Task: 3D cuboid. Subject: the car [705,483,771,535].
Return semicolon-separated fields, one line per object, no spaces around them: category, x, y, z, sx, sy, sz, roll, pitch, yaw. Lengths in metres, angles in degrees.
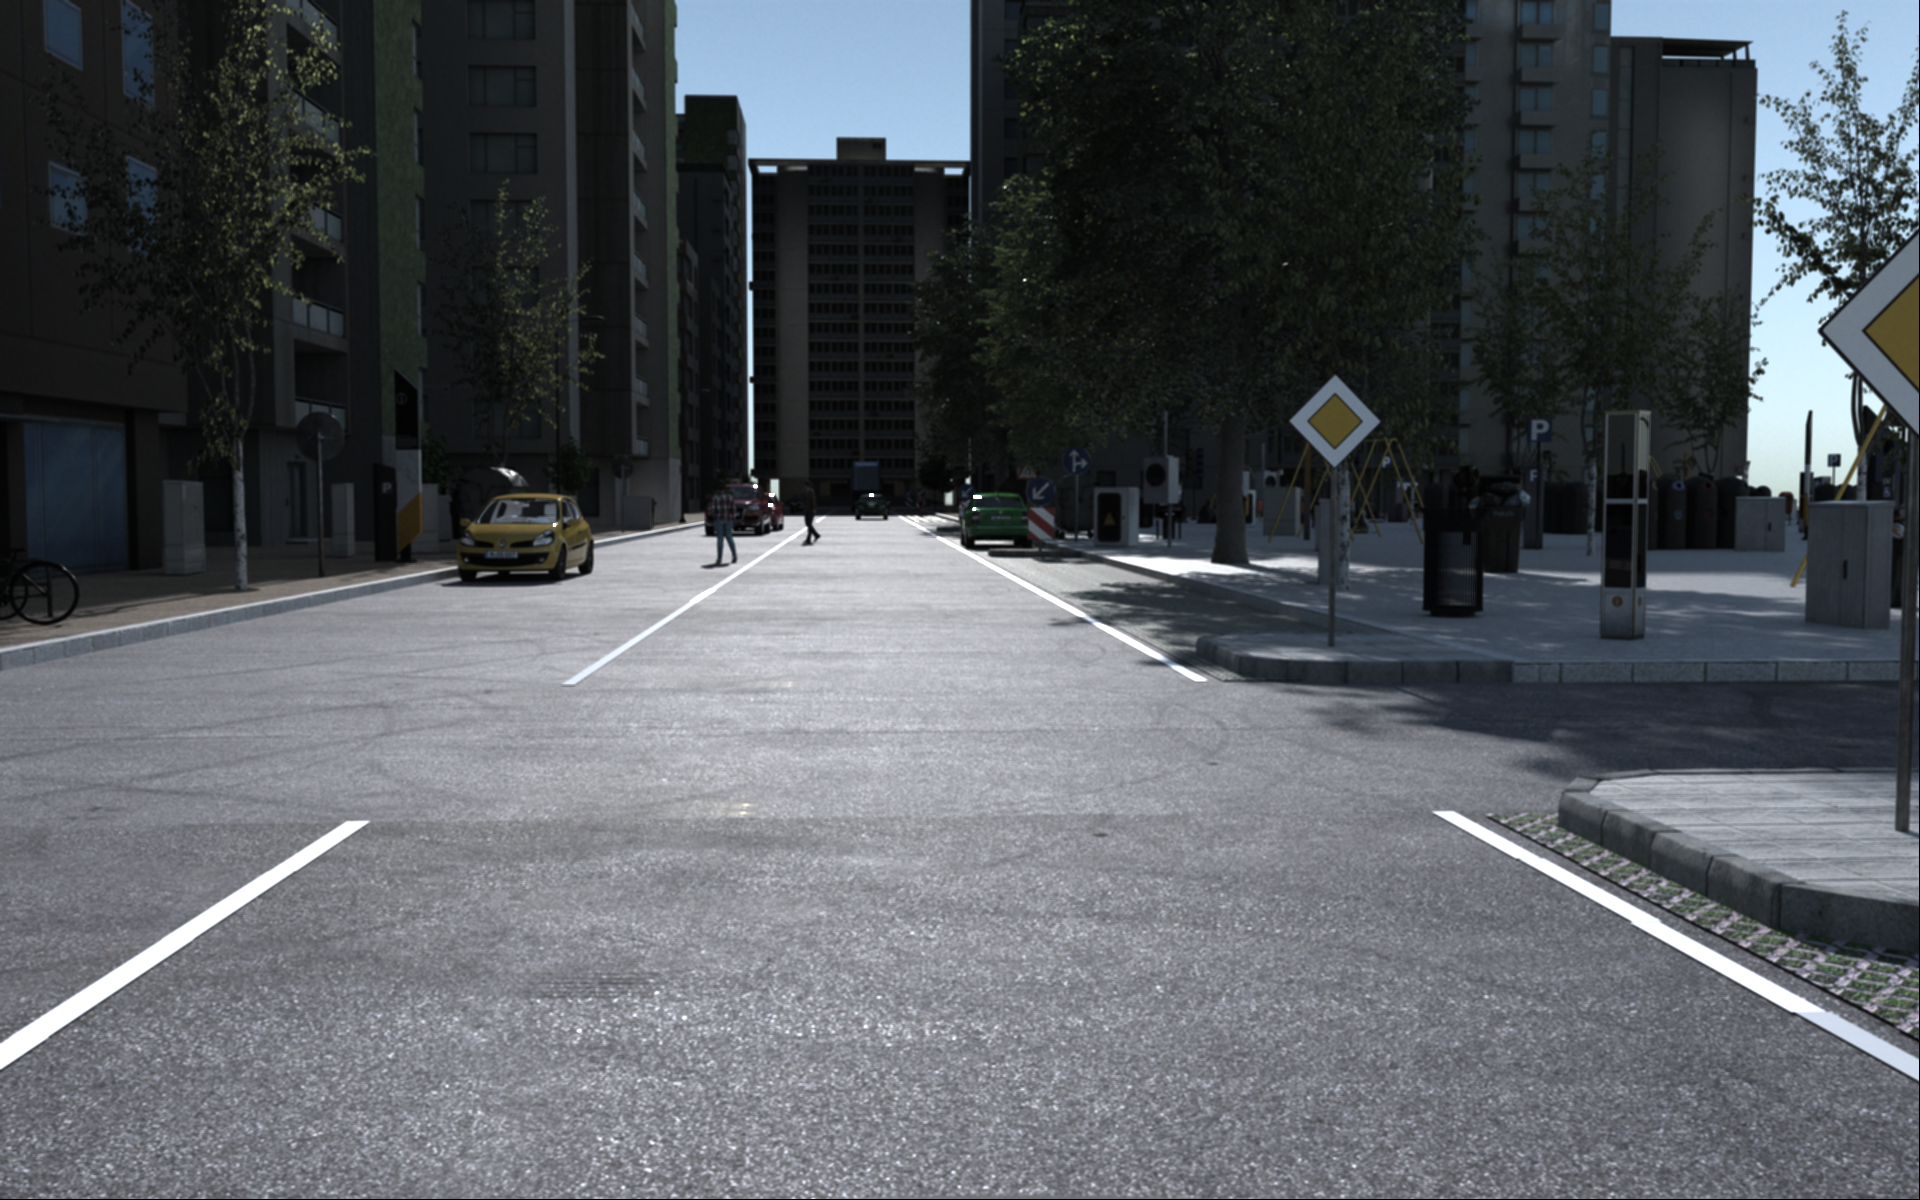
car;-7.941;-3.277;62.257;2.281;1.827;5.304;0;4;-2

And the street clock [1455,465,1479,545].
street clock;12.829;-2.395;43.728;0.471;2.002;0.358;0;4;8

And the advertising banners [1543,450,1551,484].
advertising banners;23.811;-4.447;68.904;0.090;3.025;2.074;-1;4;-18

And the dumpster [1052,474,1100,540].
dumpster;3.332;-2.670;49.405;1.264;1.857;1.865;0;4;-3

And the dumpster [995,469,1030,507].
dumpster;2.156;-3.967;67.348;1.502;2.255;1.985;0;4;-3

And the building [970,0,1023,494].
building;11.368;-37.082;148.281;21.231;58.520;28.212;0;4;-3

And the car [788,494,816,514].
car;-11.551;-7.154;126.752;2.009;1.686;4.222;0;4;-5

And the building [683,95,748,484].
building;-29.553;-30.419;180.947;14.086;41.232;14.154;0;4;-3

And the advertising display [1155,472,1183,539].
advertising display;5.965;-2.704;49.432;0.974;1.923;0.123;-2;4;-35

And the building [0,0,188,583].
building;-20.002;-22.724;21.656;14.600;45.320;14.200;0;4;-3

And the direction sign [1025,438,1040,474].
direction sign;2.885;-4.707;68.953;0.379;3.537;0.876;-3;5;-40

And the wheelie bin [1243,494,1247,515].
wheelie bin;8.756;-2.883;55.038;0.693;1.594;0.980;1;4;11

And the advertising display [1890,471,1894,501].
advertising display;26.534;-2.639;48.369;0.974;1.923;0.123;1;4;18

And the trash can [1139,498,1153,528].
trash can;7.049;-3.320;65.930;0.748;1.137;0.748;0;3;0

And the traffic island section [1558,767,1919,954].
traffic island section;3.610;0.958;6.617;2.009;0.180;2.903;0;4;-3

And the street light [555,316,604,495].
street light;-9.992;-4.455;45.386;1.470;5.913;1.316;0;4;-3

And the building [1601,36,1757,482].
building;62.563;-29.084;159.116;14.086;41.232;14.154;0;4;-3

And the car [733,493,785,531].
car;-8.015;-3.659;68.861;2.155;1.783;4.494;0;4;-2

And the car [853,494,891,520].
car;-5.016;-5.313;98.658;2.131;1.459;4.920;0;4;-2

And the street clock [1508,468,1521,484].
street clock;15.216;-2.631;47.592;0.358;2.002;0.471;0;4;-1

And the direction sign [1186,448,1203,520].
direction sign;11.639;-5.751;86.027;0.876;3.537;0.379;1;4;19

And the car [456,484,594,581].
car;-7.463;-1.203;29.890;2.015;1.641;3.980;0;4;-2

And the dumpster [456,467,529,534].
dumpster;-10.224;-1.964;37.872;1.264;1.857;1.865;0;4;-3

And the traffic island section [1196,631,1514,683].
traffic island section;3.145;0.470;14.589;2.009;0.180;2.903;0;4;-3

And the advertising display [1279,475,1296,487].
advertising display;10.946;-3.221;57.870;0.123;1.923;0.974;-1;4;-17

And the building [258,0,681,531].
building;-19.602;-23.780;72.396;14.154;41.232;14.086;0;4;-3

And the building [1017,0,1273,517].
building;10.226;-20.305;103.685;14.160;30.474;14.107;0;4;-3

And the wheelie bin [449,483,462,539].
wheelie bin;-14.046;-2.520;49.116;0.980;1.594;0.693;2;4;34

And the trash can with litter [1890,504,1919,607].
trash can with litter;10.455;-0.520;19.897;0.624;1.170;1.055;-2;4;-29

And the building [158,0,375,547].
building;-22.576;-22.029;43.770;14.154;41.232;14.086;0;4;-3

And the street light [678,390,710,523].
street light;-11.839;-6.399;77.158;1.470;5.913;1.316;0;4;-3

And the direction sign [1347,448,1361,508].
direction sign;13.775;-4.221;61.016;0.379;3.537;0.876;-2;4;-32

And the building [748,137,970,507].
building;-10.900;-30.553;191.422;23.993;40.220;32.217;0;4;-3

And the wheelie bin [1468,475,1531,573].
wheelie bin;8.851;-1.251;28.356;0.980;1.594;0.693;0;4;4

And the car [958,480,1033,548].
car;0.952;-2.335;46.975;1.959;1.807;4.718;0;4;-3

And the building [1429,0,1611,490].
building;40.391;-32.618;152.916;30.456;49.044;23.786;0;4;-3

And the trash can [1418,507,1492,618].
trash can;5.181;-0.399;18.180;0.748;1.137;0.748;0;3;0

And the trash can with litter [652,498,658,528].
trash can with litter;-11.634;-3.244;64.432;0.624;1.170;1.055;0;4;3

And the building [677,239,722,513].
building;-33.150;-17.497;131.116;27.650;21.520;28.899;0;4;-3

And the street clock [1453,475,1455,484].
street clock;16.851;-3.290;58.357;0.471;2.002;0.358;0;4;4

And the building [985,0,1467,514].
building;18.243;-26.377;123.142;32.217;40.220;23.993;0;4;-3

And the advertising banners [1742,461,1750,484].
advertising banners;40.776;-5.810;91.189;2.074;3.025;0.090;-1;4;-20

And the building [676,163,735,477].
building;-27.239;-23.362;153.675;14.107;30.474;14.160;0;4;-3

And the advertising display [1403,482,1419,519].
advertising display;23.255;-5.164;89.651;0.974;1.923;0.123;0;4;-7
